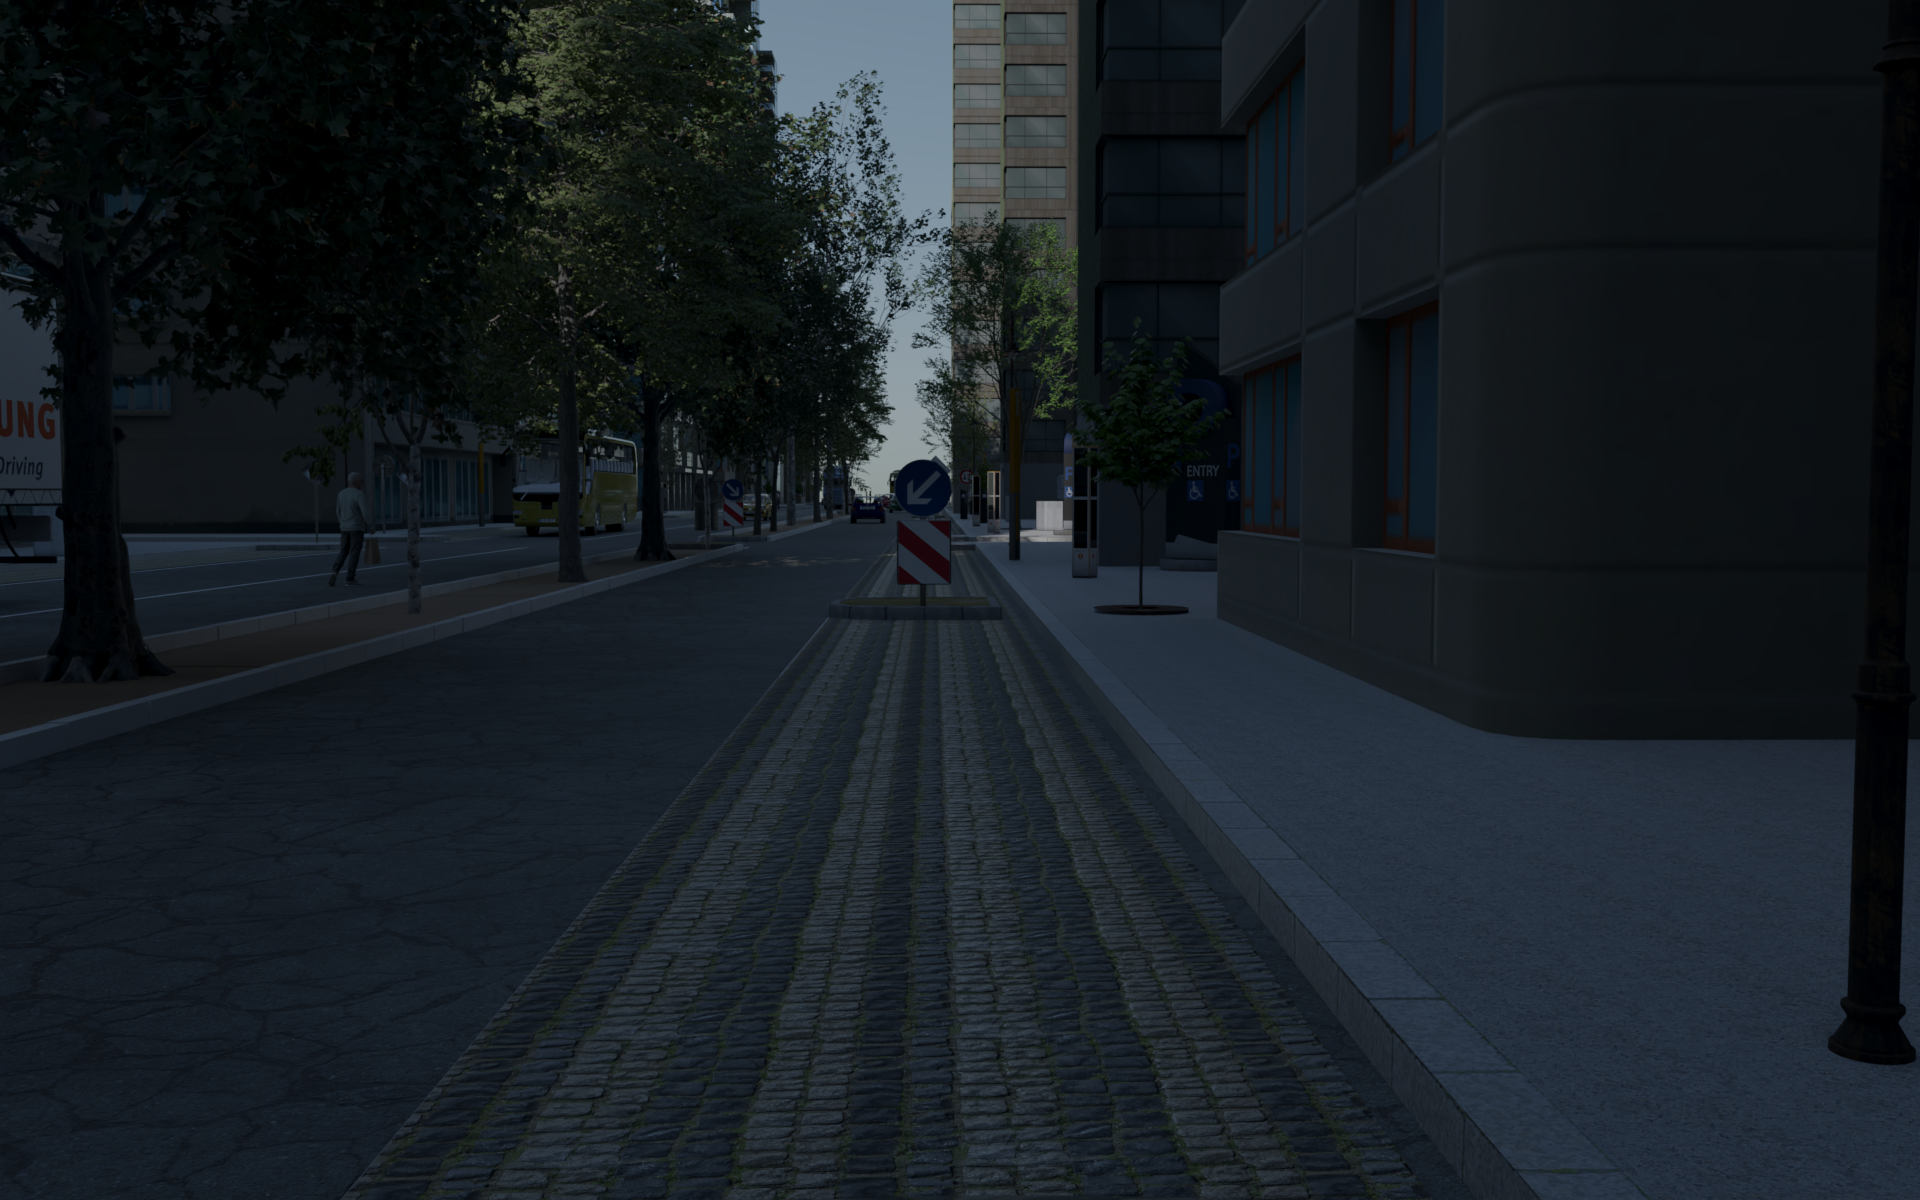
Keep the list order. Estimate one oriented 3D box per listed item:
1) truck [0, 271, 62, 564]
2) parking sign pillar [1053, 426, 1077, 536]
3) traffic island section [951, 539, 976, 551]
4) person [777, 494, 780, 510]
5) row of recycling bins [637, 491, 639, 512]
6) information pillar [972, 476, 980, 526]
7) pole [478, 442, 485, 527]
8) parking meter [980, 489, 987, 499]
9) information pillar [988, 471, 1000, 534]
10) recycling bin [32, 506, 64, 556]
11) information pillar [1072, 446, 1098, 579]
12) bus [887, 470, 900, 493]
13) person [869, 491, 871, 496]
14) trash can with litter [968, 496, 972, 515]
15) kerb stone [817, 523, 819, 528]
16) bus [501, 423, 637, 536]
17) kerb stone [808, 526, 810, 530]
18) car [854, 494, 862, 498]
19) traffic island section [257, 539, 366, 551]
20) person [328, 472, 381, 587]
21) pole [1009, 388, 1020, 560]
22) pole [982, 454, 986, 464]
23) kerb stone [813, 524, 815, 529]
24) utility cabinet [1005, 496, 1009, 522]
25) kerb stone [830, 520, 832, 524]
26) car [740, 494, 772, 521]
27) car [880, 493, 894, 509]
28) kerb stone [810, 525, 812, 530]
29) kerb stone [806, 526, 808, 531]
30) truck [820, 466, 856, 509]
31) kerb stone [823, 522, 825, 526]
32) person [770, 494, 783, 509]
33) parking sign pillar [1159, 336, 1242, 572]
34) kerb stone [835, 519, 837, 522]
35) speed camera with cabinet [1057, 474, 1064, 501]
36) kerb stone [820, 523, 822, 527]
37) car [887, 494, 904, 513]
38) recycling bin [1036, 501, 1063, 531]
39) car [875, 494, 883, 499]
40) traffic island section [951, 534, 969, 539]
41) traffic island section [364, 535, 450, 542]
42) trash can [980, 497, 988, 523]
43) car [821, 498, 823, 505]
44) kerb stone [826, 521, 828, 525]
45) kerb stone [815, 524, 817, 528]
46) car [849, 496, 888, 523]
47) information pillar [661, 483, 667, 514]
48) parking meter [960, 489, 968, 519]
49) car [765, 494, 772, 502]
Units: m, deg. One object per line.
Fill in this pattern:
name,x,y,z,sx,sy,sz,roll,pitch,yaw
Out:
truck,-13.108,-1.746,17.460,2.839,4.237,11.283,0,4,-1
parking sign pillar,3.631,-4.007,53.989,1.447,3.967,1.447,1,4,22
traffic island section,-0.609,-1.401,45.191,2.009,0.180,2.903,0,4,-1
person,-16.433,-8.902,154.993,0.756,1.711,0.436,1,4,19
row of recycling bins,-24.085,-7.076,122.805,3.534,1.692,1.069,3,5,41
information pillar,0.646,-3.930,68.743,0.304,2.012,0.304,0,4,-3
pole,-18.753,-4.526,67.836,0.158,3.312,0.155,0,3,0
parking meter,1.115,-4.529,82.467,0.372,1.533,0.369,0,3,0
information pillar,1.101,-3.168,56.290,0.304,2.012,0.304,3,5,42
recycling bin,-18.738,-1.427,35.885,0.722,1.027,0.722,-1,4,-17
information pillar,1.908,-1.341,26.424,0.304,2.012,0.304,2,4,31
bus,-5.877,-11.219,174.982,2.896,3.916,12.252,0,4,-3
person,-11.354,-12.958,220.000,0.705,1.869,1.348,1,4,9
trash can with litter,0.918,-5.782,105.927,0.624,1.170,1.055,-1,4,-21
kerb stone,-6.099,-3.063,72.281,0.120,0.150,1.000,0,4,-1
bus,-13.882,-4.369,62.979,2.896,3.916,12.252,0,4,-2
kerb stone,-6.013,-2.750,67.166,0.120,0.150,1.000,0,4,-1
car,-12.931,-12.705,216.525,1.959,1.807,4.718,0,4,-2
traffic island section,-16.698,-1.386,44.934,2.009,0.180,2.903,0,4,-1
person,-9.344,-1.087,26.753,0.782,1.767,0.515,2,4,24
pole,1.062,-2.429,33.550,0.158,3.312,0.155,0,3,0
pole,1.202,-5.722,87.395,0.158,3.312,0.155,0,3,0
kerb stone,-6.063,-2.928,70.233,0.120,0.150,1.000,0,4,-1
utility cabinet,2.251,-4.174,79.403,0.306,1.237,1.020,0,4,6
kerb stone,-6.249,-3.627,81.500,0.120,0.150,1.000,0,4,-1
car,-11.150,-5.120,93.927,2.015,1.641,3.980,0,3,0
car,-5.841,-8.416,146.635,2.155,1.783,4.494,0,4,-2
kerb stone,-6.029,-2.811,68.189,0.120,0.150,1.000,0,4,-1
kerb stone,-5.993,-2.684,66.143,0.120,0.150,1.000,0,4,-1
truck,-11.505,-10.977,169.240,2.967,4.110,18.799,0,4,0
kerb stone,-6.168,-3.313,76.376,0.120,0.150,1.000,0,4,-1
person,-17.848,-9.732,167.627,1.348,1.824,0.705,-1,4,-10
parking sign pillar,4.096,-2.489,29.163,1.447,3.967,1.447,-3,5,-42
kerb stone,-6.312,-3.878,85.594,0.120,0.150,1.000,0,4,-1
speed camera with cabinet,5.723,-5.422,82.987,2.038,3.252,0.660,1,4,16
kerb stone,-6.131,-3.189,74.332,0.120,0.150,1.000,0,4,-1
car,-4.488,-7.364,132.194,2.131,1.459,4.920,0,4,-1
recycling bin,3.144,-2.944,60.681,0.722,1.027,0.722,-2,4,-24
car,-12.727,-15.935,272.539,2.014,1.417,4.499,0,4,-2
traffic island section,-0.740,-1.890,53.175,2.009,0.180,2.903,0,4,-1
traffic island section,-16.829,-1.874,52.918,2.009,0.180,2.903,0,4,-1
trash can,0.993,-3.924,75.815,0.748,1.137,0.748,0,3,0
car,-16.744,-12.763,221.262,1.945,1.354,3.894,0,4,1
kerb stone,-6.196,-3.433,78.430,0.120,0.150,1.000,0,4,-1
kerb stone,-6.077,-3.001,71.255,0.120,0.150,1.000,0,4,-1
car,-4.539,-4.473,85.720,1.945,1.354,3.894,0,4,-2
information pillar,-19.519,-6.713,114.244,0.304,2.012,0.304,-2,4,-32
parking meter,0.196,-4.860,87.871,0.372,1.533,0.369,0,3,0
car,-14.357,-6.926,123.463,2.015,1.641,3.980,0,4,1
